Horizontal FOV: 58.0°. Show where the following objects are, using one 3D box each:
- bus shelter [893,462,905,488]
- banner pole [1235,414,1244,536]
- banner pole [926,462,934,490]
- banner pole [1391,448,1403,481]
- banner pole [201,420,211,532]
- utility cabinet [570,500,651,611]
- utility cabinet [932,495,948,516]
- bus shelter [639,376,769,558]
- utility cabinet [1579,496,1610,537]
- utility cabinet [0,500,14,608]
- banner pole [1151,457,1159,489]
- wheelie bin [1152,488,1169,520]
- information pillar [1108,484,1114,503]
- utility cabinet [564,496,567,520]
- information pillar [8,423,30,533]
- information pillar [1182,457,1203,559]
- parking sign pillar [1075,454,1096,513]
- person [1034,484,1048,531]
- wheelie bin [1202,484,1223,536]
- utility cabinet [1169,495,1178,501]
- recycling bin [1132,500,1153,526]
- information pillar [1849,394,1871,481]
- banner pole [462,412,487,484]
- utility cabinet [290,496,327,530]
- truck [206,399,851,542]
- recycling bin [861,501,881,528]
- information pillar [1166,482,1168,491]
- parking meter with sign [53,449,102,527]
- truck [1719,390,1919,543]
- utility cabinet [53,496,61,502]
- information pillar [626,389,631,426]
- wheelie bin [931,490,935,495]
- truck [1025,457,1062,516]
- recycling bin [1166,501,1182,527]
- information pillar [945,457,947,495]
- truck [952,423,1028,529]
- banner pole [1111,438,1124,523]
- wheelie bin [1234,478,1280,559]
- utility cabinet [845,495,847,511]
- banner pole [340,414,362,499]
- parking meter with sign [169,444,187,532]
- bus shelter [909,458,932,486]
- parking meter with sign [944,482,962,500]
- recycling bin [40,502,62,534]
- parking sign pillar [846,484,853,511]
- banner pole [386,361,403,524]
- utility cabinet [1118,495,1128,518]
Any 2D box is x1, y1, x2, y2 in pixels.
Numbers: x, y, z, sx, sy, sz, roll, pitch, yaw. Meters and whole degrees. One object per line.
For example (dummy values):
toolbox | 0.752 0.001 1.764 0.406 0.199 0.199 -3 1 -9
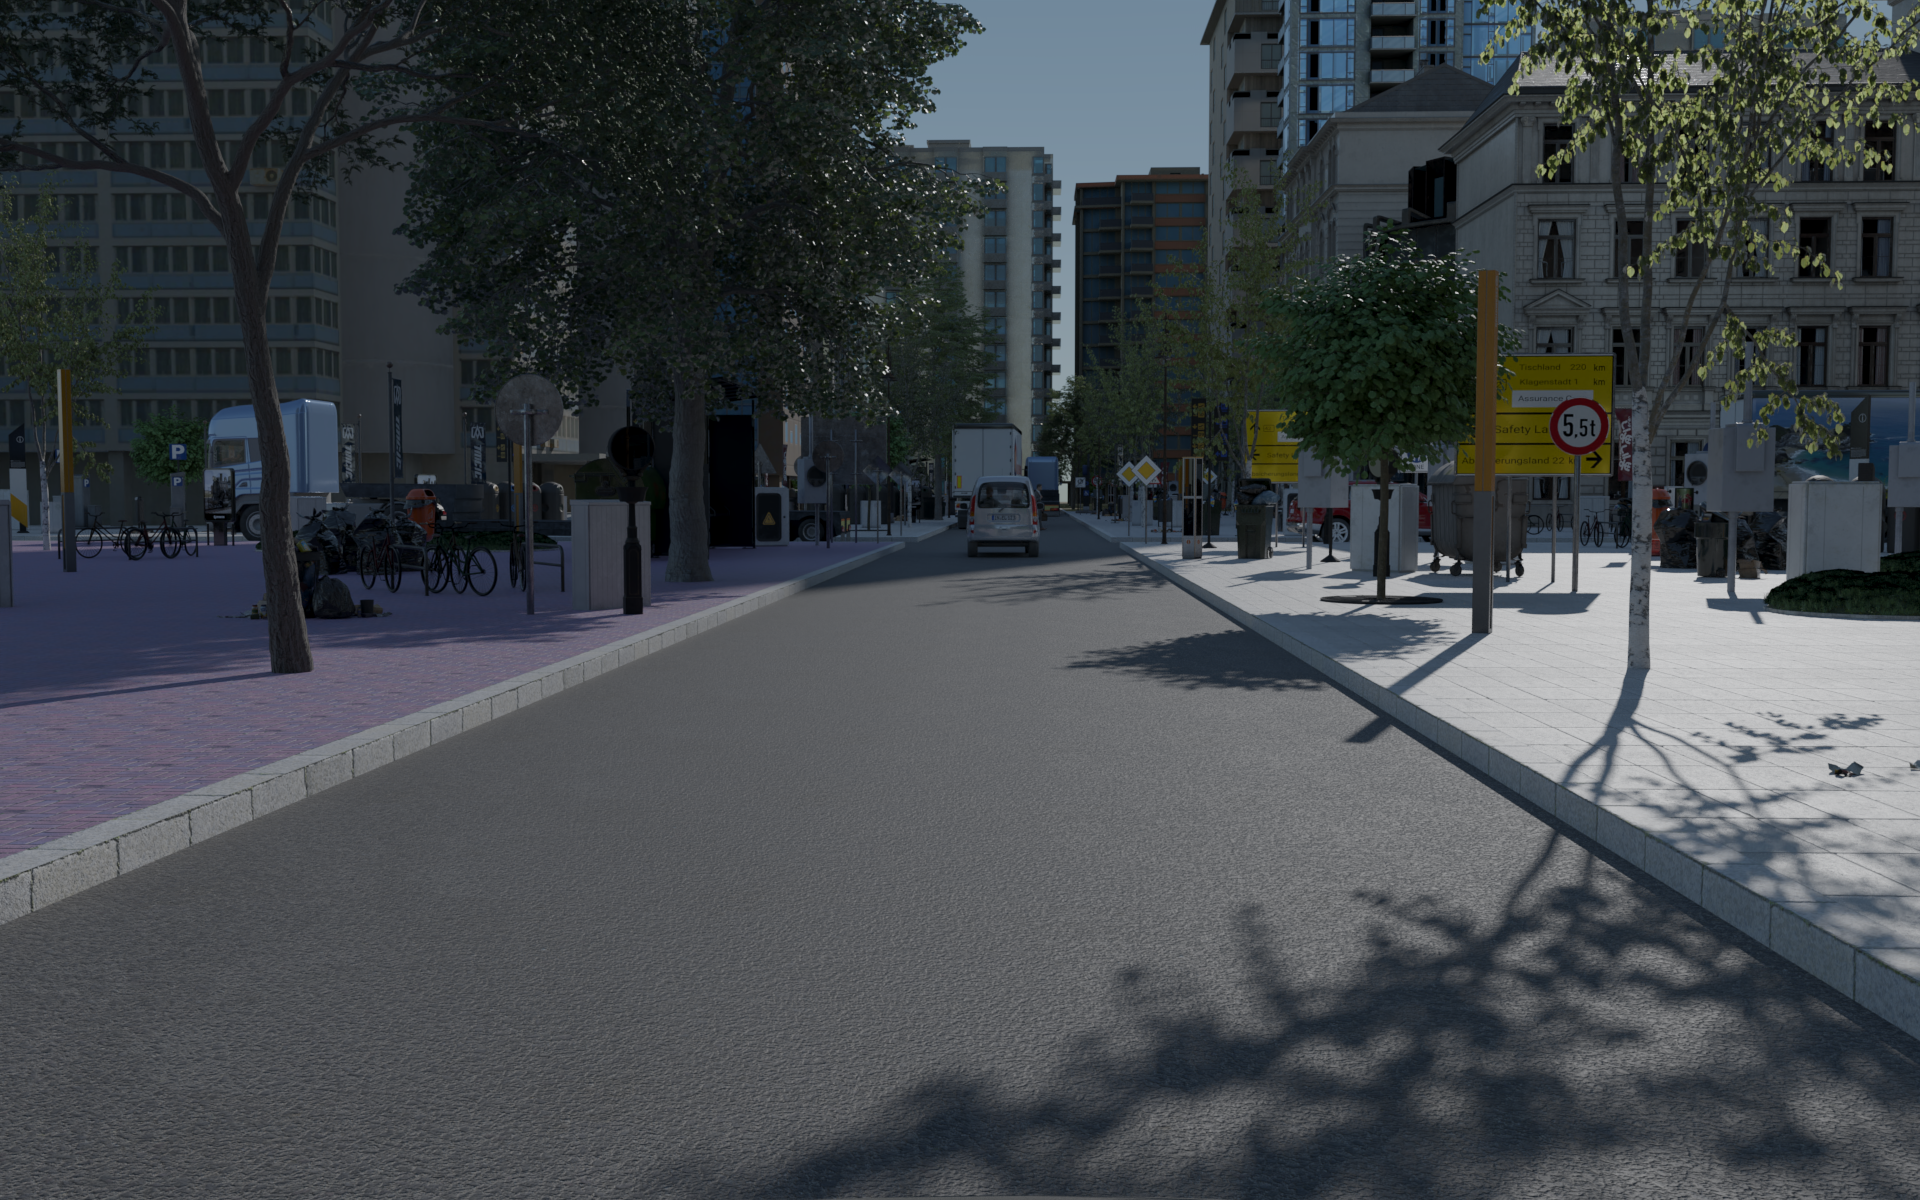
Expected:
bus shelter | -4.263 -6.424 96.314 1.731 3.624 6.357 0 4 3
banner pole | 8.529 -3.814 52.369 0.401 3.779 0.863 1 4 9
banner pole | -2.154 -8.095 122.367 0.863 3.779 0.401 3 5 39
banner pole | 9.734 -2.993 38.959 0.401 3.779 0.863 -1 4 -21
banner pole | -25.488 -4.218 58.988 0.401 3.779 0.863 1 4 22
utility cabinet | -3.920 -0.512 19.527 0.306 1.237 1.020 2 4 31
utility cabinet | -1.157 -5.610 102.881 1.020 1.237 0.306 1 4 17
bus shelter | -5.442 -2.838 37.676 1.731 3.624 6.357 0 4 2
utility cabinet | 19.000 -2.507 52.154 0.306 1.237 1.020 -3 5 -40
utility cabinet | -11.256 -0.510 19.503 1.020 1.237 0.306 -2 4 -26
banner pole | 12.692 -7.487 112.435 0.863 3.779 0.401 -2 4 -32
wheelie bin | 9.896 -4.730 85.238 0.693 1.594 0.980 2 4 35
information pillar | 10.929 -7.390 125.314 0.304 2.012 0.304 -2 4 -35
utility cabinet | -15.361 -3.351 65.956 1.020 1.237 0.306 3 5 43
information pillar | -30.839 -3.998 56.729 0.504 3.616 0.183 -3 5 -41
information pillar | 4.598 -1.821 34.257 0.304 2.012 0.304 3 4 37
parking sign pillar | 8.419 -7.761 115.368 1.447 3.967 1.447 0 4 4
person | 3.022 -3.640 67.986 0.822 1.834 0.622 0 4 5
wheelie bin | 7.725 -2.805 53.769 0.693 1.594 0.980 -2 4 -24
utility cabinet | 11.059 -4.958 92.228 1.020 1.237 0.306 0 4 1
recycling bin | 7.424 -3.544 70.492 0.722 1.027 0.722 1 4 18
information pillar | 21.216 -3.027 40.850 0.183 3.616 0.504 -1 4 -22
banner pole | -14.953 -3.864 53.193 0.863 3.779 0.401 0 4 -5
utility cabinet | -17.138 -2.106 45.593 0.306 1.237 1.020 2 4 24
truck | -12.594 -3.652 49.462 18.799 4.110 2.967 0 4 3
recycling bin | -3.398 -3.264 65.923 0.722 1.027 0.722 0 4 -8
information pillar | 12.423 -6.141 104.900 0.304 2.012 0.304 0 4 -7
parking meter with sign | -33.991 -4.316 66.819 1.738 3.016 0.543 1 4 13
truck | 27.022 -3.590 47.608 11.283 4.237 2.839 0 4 4
utility cabinet | -32.386 -3.141 62.521 1.020 1.237 0.306 3 5 43
information pillar | -7.364 -2.886 38.547 0.183 3.616 0.504 -1 4 -10
wheelie bin | -2.035 -6.849 119.890 0.693 1.594 0.980 -1 4 -12
truck | 5.599 -7.903 118.979 2.967 4.110 18.799 0 4 3
recycling bin | 8.296 -3.327 66.955 0.722 1.027 0.722 0 4 -7
information pillar | -0.900 -7.236 109.662 0.183 3.616 0.504 0 4 3
truck | 1.328 -5.217 74.219 2.839 4.237 11.283 0 4 4
banner pole | 6.983 -5.286 76.437 0.401 3.779 0.863 3 4 38
wheelie bin | 5.873 -1.620 34.393 0.980 1.594 0.693 2 4 25
utility cabinet | -8.022 -6.821 122.678 0.306 1.237 1.020 3 5 39
banner pole | -18.968 -3.924 54.169 0.401 3.779 0.863 3 5 39
parking meter with sign | -26.890 -3.868 59.505 0.543 3.016 1.738 -1 4 -21
bus shelter | -2.911 -7.554 114.784 1.731 3.624 6.357 0 4 3
parking meter with sign | -0.681 -7.017 110.989 1.738 3.016 0.543 1 4 13
recycling bin | -29.499 -2.683 56.419 0.722 1.027 0.722 -1 4 -20
parking sign pillar | -6.935 -7.595 112.656 1.447 3.967 1.447 -2 4 -27
banner pole | -10.745 -2.628 32.982 0.401 3.779 0.863 0 4 2
utility cabinet | 8.826 -4.951 92.112 0.306 1.237 1.020 -2 4 -28
